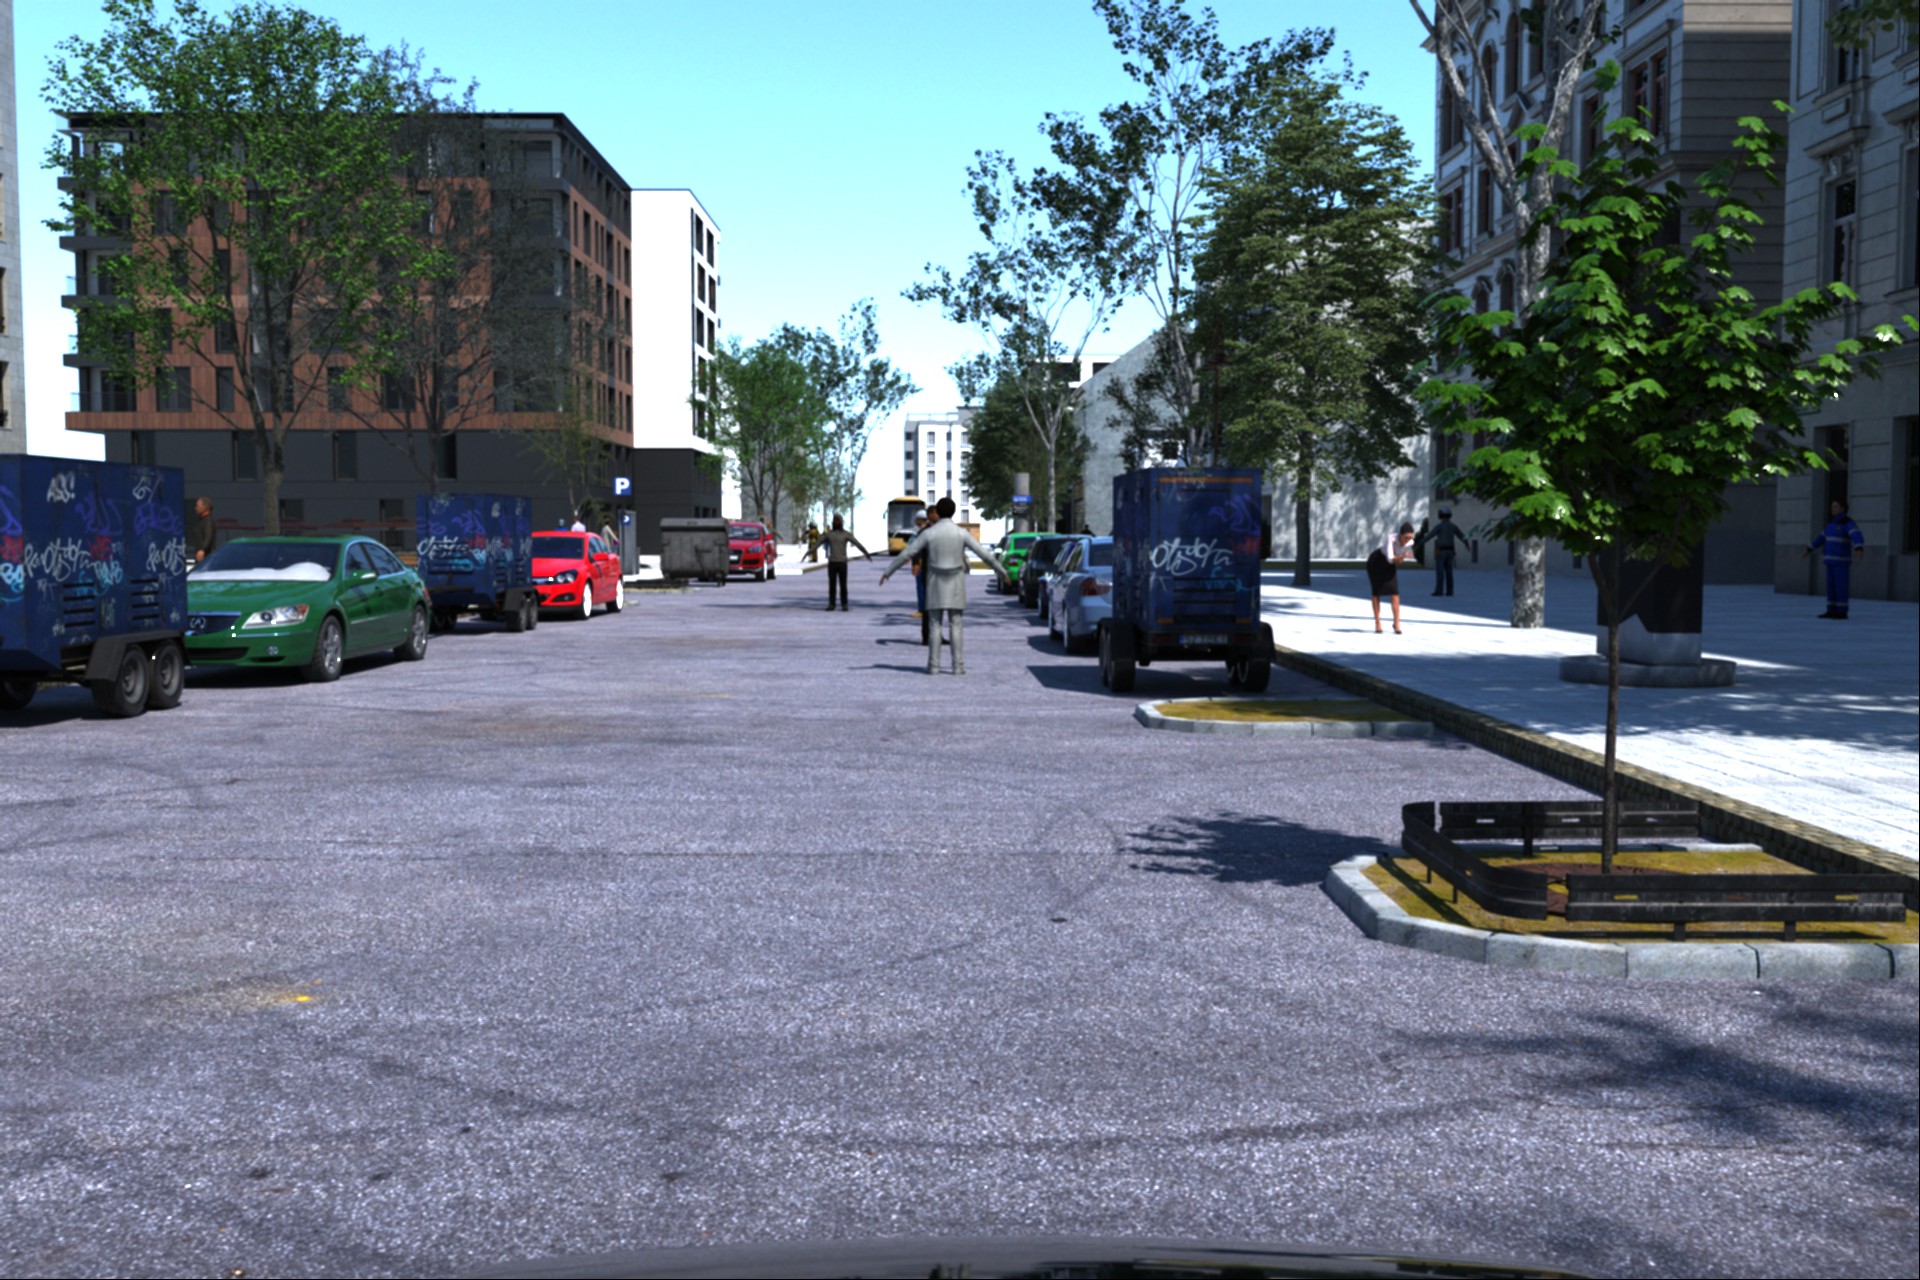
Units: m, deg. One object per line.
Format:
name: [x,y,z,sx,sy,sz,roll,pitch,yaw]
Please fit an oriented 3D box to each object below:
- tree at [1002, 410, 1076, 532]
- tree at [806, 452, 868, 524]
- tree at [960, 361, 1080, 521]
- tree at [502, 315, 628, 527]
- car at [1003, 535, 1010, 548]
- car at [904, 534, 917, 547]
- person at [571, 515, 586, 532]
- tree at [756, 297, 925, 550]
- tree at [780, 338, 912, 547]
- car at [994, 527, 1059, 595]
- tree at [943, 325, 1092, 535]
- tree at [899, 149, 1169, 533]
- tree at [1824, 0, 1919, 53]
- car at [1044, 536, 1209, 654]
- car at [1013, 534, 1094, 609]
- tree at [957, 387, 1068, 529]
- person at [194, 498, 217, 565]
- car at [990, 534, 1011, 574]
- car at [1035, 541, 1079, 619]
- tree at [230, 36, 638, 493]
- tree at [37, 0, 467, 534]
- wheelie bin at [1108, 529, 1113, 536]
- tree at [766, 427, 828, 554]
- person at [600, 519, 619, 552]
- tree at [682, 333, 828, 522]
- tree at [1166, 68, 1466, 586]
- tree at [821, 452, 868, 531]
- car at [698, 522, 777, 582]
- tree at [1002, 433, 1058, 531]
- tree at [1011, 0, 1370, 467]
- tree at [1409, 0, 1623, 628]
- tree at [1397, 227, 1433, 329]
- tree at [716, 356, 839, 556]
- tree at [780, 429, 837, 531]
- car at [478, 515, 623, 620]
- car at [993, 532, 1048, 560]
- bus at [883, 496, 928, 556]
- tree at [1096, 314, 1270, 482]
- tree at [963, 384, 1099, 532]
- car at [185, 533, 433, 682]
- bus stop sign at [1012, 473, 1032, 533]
tree: [4.202,-9.238,101.400,4.360,8.622,3.978,0,3,0]
tree: [-18.911,-21.230,257.483,12.009,13.543,11.850,0,3,0]
tree: [4.642,-13.621,129.354,9.857,13.997,8.962,0,3,0]
tree: [-12.768,-6.586,58.045,4.360,8.622,3.978,0,3,0]
car: [2.048,-2.593,52.625,2.015,1.641,3.980,0,3,0]
car: [-2.160,-5.341,99.120,2.131,1.459,4.920,0,4,-2]
person: [-11.405,-2.774,51.273,0.599,1.838,0.709,2,4,33]
tree: [-9.506,-17.235,137.679,12.611,20.169,13.585,0,3,0]
tree: [-11.922,-19.132,168.701,12.611,20.169,13.585,0,3,0]
car: [1.835,-2.051,42.325,1.959,1.807,4.718,0,4,-1]
tree: [5.152,-18.422,157.084,12.611,20.169,13.585,0,3,0]
tree: [3.179,-14.146,87.180,12.611,20.169,13.585,0,3,0]
tree: [8.465,-5.570,9.202,7.486,12.596,7.792,0,3,0]
car: [2.103,-0.614,22.037,2.014,1.417,4.499,0,4,-1]
car: [2.077,-1.525,34.722,2.009,1.686,4.222,0,4,0]
tree: [4.472,-14.413,142.304,9.857,13.997,8.962,0,3,0]
person: [-11.012,-1.165,25.235,0.705,1.807,1.348,-2,4,-24]
car: [2.095,-3.179,61.770,2.009,1.686,4.222,0,4,-1]
car: [2.228,-0.951,28.130,1.945,1.354,3.894,0,4,-2]
tree: [-13.553,-8.171,43.974,12.009,13.543,11.850,0,3,0]
tree: [-13.103,-6.542,32.712,9.928,11.665,9.643,0,3,0]
wheelie bin: [5.213,-3.056,57.882,0.693,1.594,0.980,0,3,0]
tree: [-10.045,-9.712,109.157,4.360,8.622,3.978,0,3,0]
person: [-12.358,-3.352,60.896,0.704,1.819,1.344,-3,5,-40]
tree: [-10.446,-10.036,89.837,9.928,11.665,9.643,0,3,0]
tree: [8.755,-7.637,42.984,7.486,12.596,7.792,0,3,0]
tree: [-11.137,-12.534,155.297,4.360,8.622,3.978,0,3,0]
car: [-6.829,-2.735,53.384,2.281,1.827,5.304,0,4,-1]
tree: [4.443,-10.385,120.156,4.360,8.622,3.978,0,3,0]
tree: [6.619,-12.397,58.585,12.611,20.169,13.585,0,3,0]
tree: [6.936,-10.303,24.348,12.611,20.169,13.585,0,3,0]
tree: [24.928,-13.723,80.258,12.611,20.169,13.585,0,3,0]
tree: [-10.783,-10.717,100.983,9.928,11.665,9.643,0,3,0]
tree: [-10.077,-10.160,116.474,4.360,8.622,3.978,0,3,0]
car: [-7.079,-1.289,30.123,2.155,1.783,4.494,0,3,0]
car: [1.992,-2.326,47.066,2.155,1.783,4.494,0,4,-1]
bus: [-3.417,-7.553,115.040,2.896,3.916,12.252,0,4,0]
tree: [9.738,-8.514,73.613,7.601,10.594,8.767,2,4,26]
tree: [4.377,-10.659,108.685,8.767,10.594,7.601,0,4,-1]
car: [-7.004,-0.394,18.237,2.131,1.459,4.920,0,4,-1]
bus stop sign: [2.663,-5.230,74.523,0.837,3.901,0.837,0,4,1]
